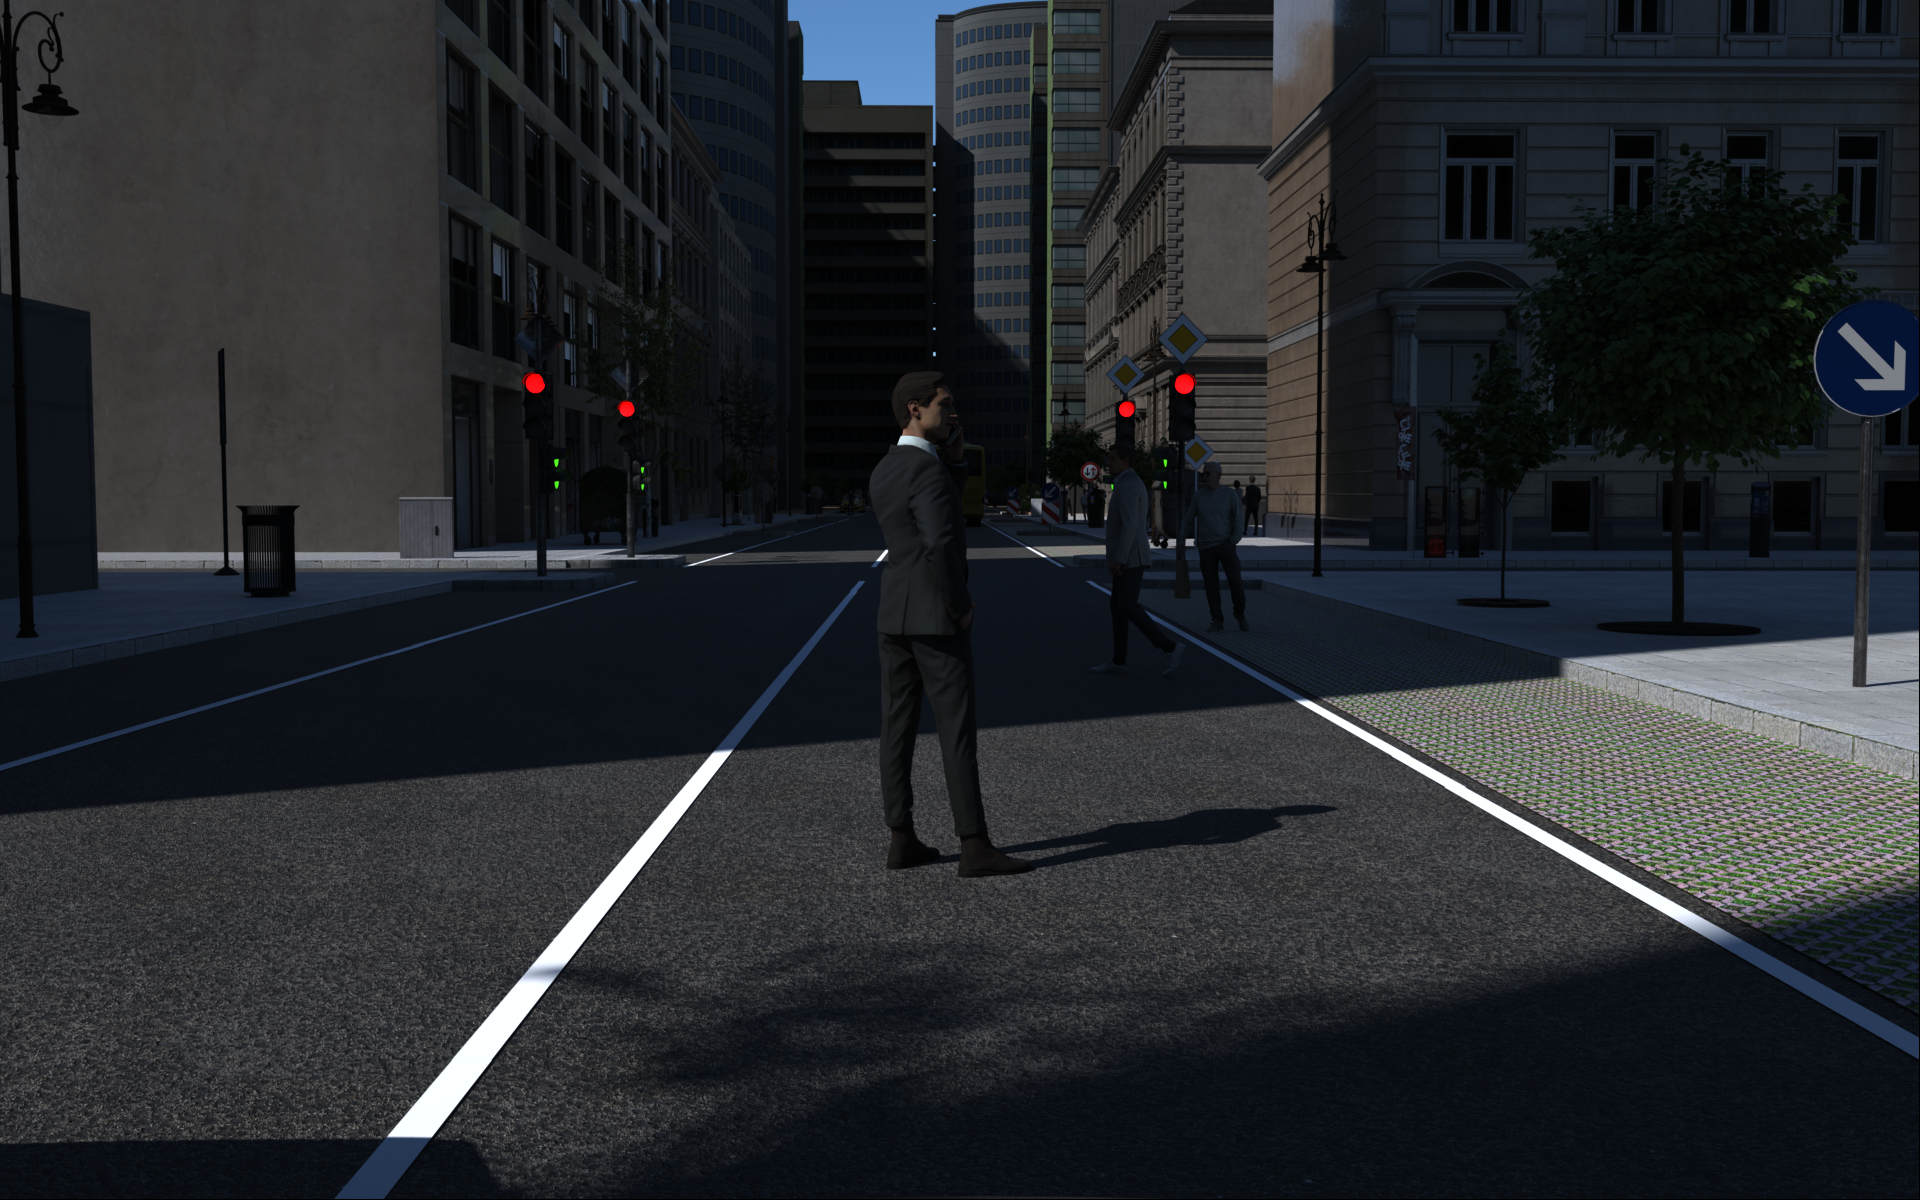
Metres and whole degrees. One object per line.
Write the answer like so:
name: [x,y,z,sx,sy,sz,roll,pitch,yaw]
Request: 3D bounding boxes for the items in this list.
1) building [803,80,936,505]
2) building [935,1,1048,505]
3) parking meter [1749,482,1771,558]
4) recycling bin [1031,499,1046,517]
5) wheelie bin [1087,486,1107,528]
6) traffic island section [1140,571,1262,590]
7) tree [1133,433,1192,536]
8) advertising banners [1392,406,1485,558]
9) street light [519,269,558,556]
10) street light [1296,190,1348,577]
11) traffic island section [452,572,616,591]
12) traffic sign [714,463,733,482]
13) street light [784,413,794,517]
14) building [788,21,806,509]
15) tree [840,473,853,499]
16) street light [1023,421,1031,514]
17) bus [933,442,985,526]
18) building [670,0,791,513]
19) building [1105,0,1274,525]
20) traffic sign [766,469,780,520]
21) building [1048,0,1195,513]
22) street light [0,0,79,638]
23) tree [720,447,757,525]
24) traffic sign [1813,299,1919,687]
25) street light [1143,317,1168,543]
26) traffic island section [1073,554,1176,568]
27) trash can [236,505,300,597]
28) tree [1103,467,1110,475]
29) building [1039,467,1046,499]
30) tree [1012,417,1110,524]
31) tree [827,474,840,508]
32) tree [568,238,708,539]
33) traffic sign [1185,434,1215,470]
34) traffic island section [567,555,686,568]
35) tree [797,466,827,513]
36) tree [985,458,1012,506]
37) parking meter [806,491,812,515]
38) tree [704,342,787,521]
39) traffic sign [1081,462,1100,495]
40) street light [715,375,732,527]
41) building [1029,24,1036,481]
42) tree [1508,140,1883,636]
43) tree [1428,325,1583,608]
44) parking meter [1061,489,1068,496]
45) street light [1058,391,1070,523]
building: [-13.708,-35.668,206.869,21.600,48.544,21.300,0,4,-1]
building: [11.199,-40.657,206.735,28.212,58.520,21.231,0,4,-1]
parking meter: [16.210,-1.631,35.082,0.372,1.533,0.369,0,3,0]
recycling bin: [4.433,-5.172,97.120,0.722,1.027,0.722,1,4,22]
wheelie bin: [5.212,-3.546,65.886,0.693,1.594,0.980,1,4,12]
traffic island section: [3.488,-0.302,27.218,2.009,0.180,2.903,0,4,-1]
tree: [6.132,-3.580,53.127,1.663,3.219,1.824,0,3,0]
advertising banners: [9.570,-2.355,34.691,2.074,3.025,0.090,-1,4,-14]
street light: [-8.676,-3.853,35.785,0.468,5.910,1.993,0,4,-1]
street light: [5.558,-3.302,26.772,0.468,5.910,1.993,0,4,-1]
traffic island section: [-6.552,-0.293,27.066,2.009,0.180,2.903,0,4,-1]
traffic sign: [-9.606,-4.301,70.432,0.768,2.556,0.104,0,4,3]
street light: [-9.689,-7.690,98.522,0.468,5.910,1.993,0,4,-1]
building: [-20.567,-28.235,145.236,14.154,41.232,14.086,0,4,-1]
tree: [-10.918,-10.067,159.202,1.663,3.219,1.824,0,3,0]
street light: [4.249,-8.356,109.409,0.468,5.910,1.993,0,4,-1]
bus: [-0.278,-5.459,80.806,2.896,3.916,12.252,0,4,-1]
building: [-23.894,-35.569,123.544,21.231,58.520,28.212,0,4,-1]
building: [13.118,-15.321,79.371,11.050,23.489,19.941,0,4,-1]
traffic sign: [-9.448,-5.330,87.259,0.768,2.556,0.104,0,4,2]
building: [12.952,-26.704,120.200,14.154,41.232,14.086,0,4,-1]
street light: [-8.356,-2.603,15.340,0.468,5.910,1.993,0,4,-1]
tree: [-9.461,-4.711,71.629,1.663,3.219,1.824,0,3,0]
traffic sign: [5.989,-0.694,11.457,0.768,2.556,0.104,0,4,3]
street light: [5.079,-4.432,45.257,0.468,5.910,1.993,0,4,-1]
traffic island section: [3.363,-0.790,35.202,2.009,0.180,2.903,0,4,-1]
trash can: [-8.650,-0.614,21.685,0.748,1.137,0.748,0,3,0]
tree: [5.845,-3.779,56.391,1.663,3.219,1.824,0,3,0]
building: [17.313,-44.859,171.689,20.563,71.187,20.611,0,4,-1]
tree: [4.956,-5.538,74.266,4.285,4.588,4.351,0,3,0]
tree: [-11.395,-9.285,146.405,1.663,3.219,1.824,0,3,0]
tree: [-9.003,-6.065,49.520,4.737,8.622,4.395,0,3,0]
traffic sign: [5.200,-2.341,38.001,0.795,2.593,0.064,0,4,2]
traffic island section: [-6.677,-0.781,35.050,2.009,0.180,2.903,0,4,-1]
tree: [-11.257,-8.296,130.243,1.663,3.219,1.824,0,3,0]
tree: [4.702,-9.745,143.051,4.285,4.588,4.351,0,3,0]
parking meter: [-9.424,-6.089,107.963,0.372,1.533,0.369,0,3,0]
tree: [-10.156,-8.118,83.092,4.360,8.622,3.978,0,3,0]
traffic sign: [5.153,-4.185,68.529,0.768,2.556,0.104,0,4,3]
street light: [-9.152,-5.772,67.154,0.468,5.910,1.993,0,4,-1]
building: [13.147,-28.834,155.032,14.154,41.232,14.086,0,4,-1]
tree: [6.851,-1.989,16.240,4.285,4.588,4.351,0,3,0]
tree: [6.174,-1.555,20.023,1.663,3.219,1.824,0,3,0]
parking meter: [5.140,-4.700,85.249,0.372,1.533,0.369,0,3,0]
street light: [4.672,-6.404,77.496,0.468,5.910,1.993,0,4,-1]
